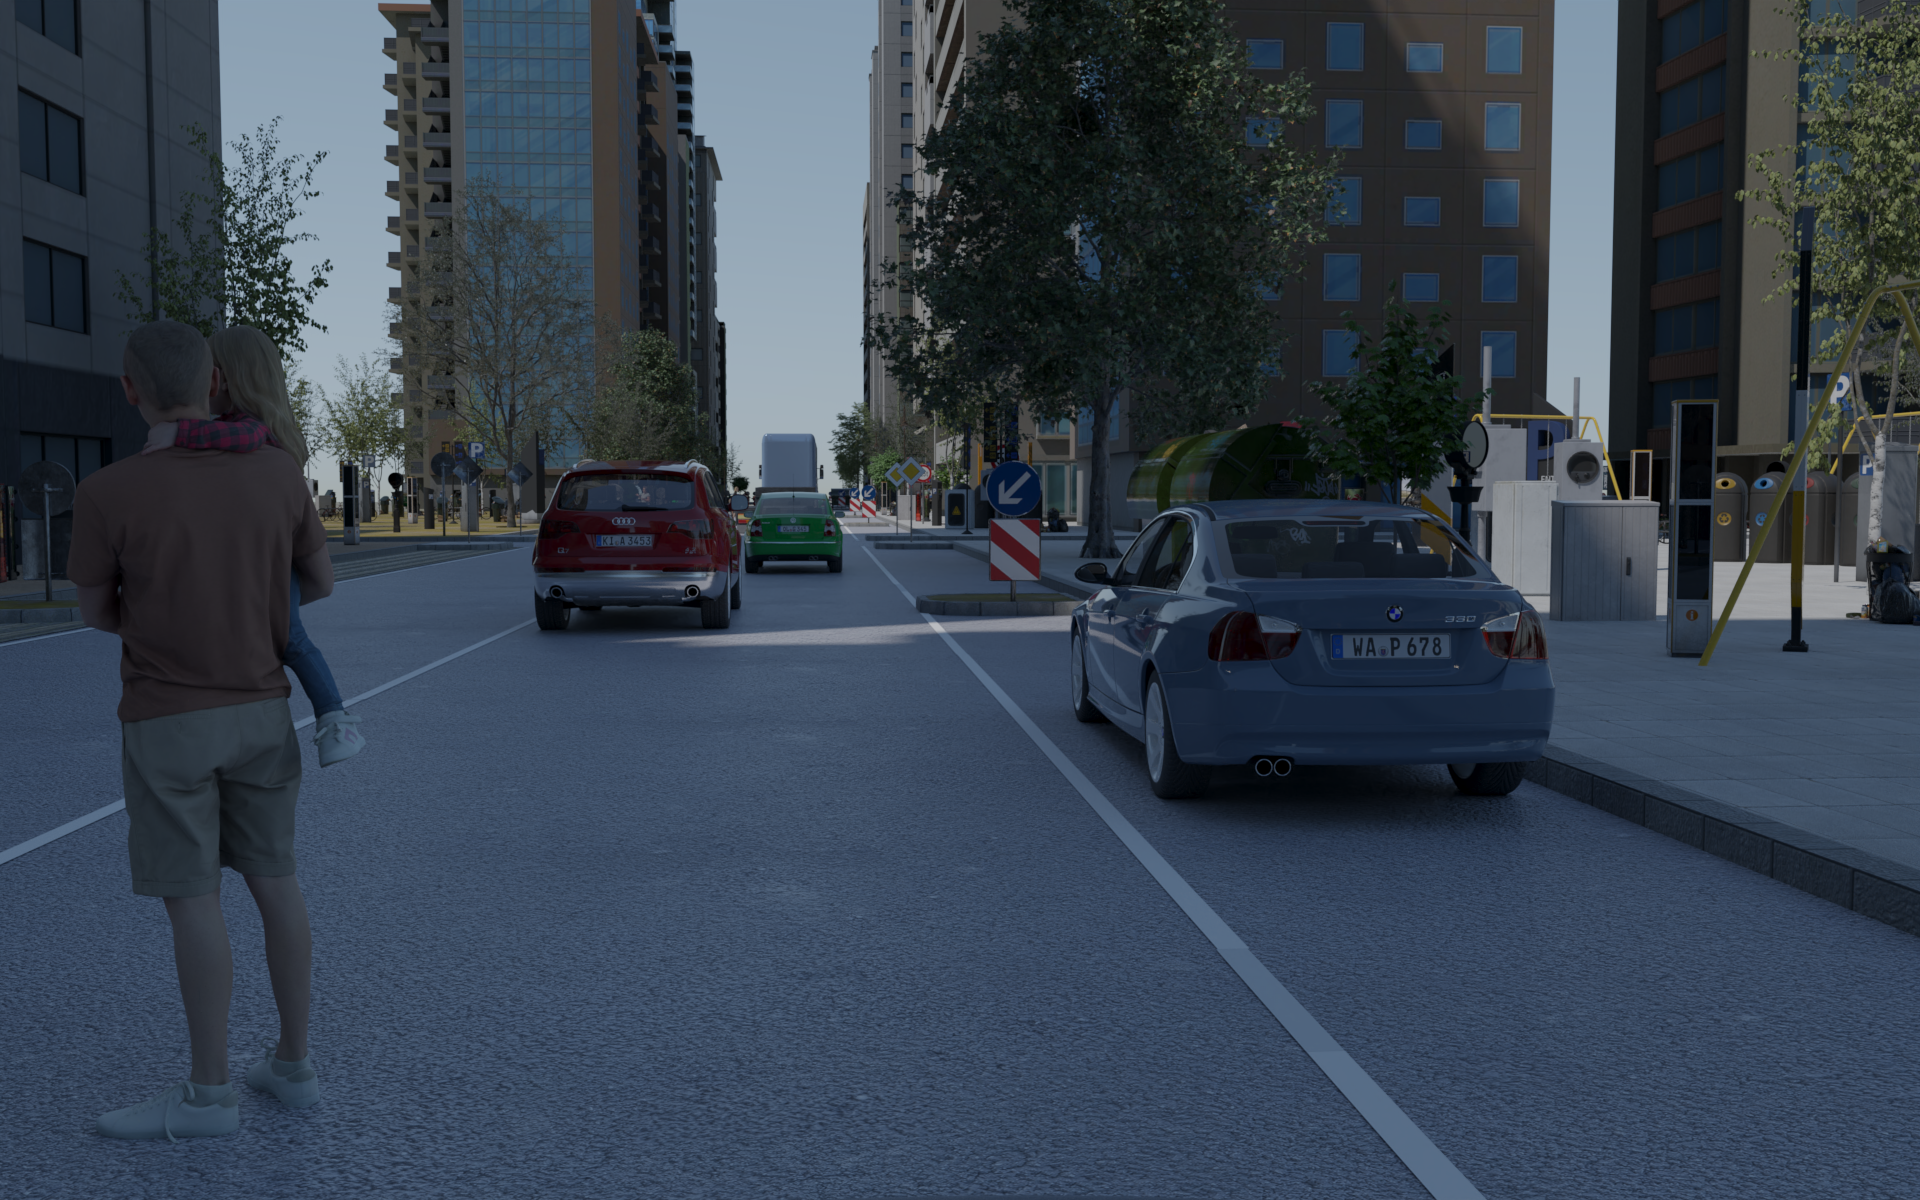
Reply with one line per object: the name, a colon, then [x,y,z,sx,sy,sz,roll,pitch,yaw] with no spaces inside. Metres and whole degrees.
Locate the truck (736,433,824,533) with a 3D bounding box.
truck: [-7.280,-4.969,70.995,2.967,4.110,18.799,0,4,-3]

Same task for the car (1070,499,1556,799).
car: [1.690,0.155,9.474,2.014,1.417,4.499,0,4,-4]

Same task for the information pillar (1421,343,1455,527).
information pillar: [7.487,-2.186,27.099,0.504,3.616,0.183,2,4,30]

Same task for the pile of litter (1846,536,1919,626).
pile of litter: [9.634,-0.216,17.502,1.176,0.858,1.719,2,4,24]

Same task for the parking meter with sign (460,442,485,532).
parking meter with sign: [-16.621,-3.826,58.816,0.543,3.016,1.738,-2,4,-30]

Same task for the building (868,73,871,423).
building: [-1.478,-42.120,230.658,21.231,58.520,28.212,0,4,-5]

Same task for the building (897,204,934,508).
building: [0.827,-24.215,167.622,14.160,30.474,14.107,0,4,-5]

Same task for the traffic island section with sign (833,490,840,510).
traffic island section with sign: [-6.417,-5.810,103.628,1.989,1.847,2.006,0,4,-5]

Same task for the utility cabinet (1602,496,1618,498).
utility cabinet: [25.796,-3.564,69.431,0.306,1.237,1.020,-3,5,-42]

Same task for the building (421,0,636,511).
building: [-32.458,-29.560,133.409,14.600,45.320,14.200,0,4,-5]

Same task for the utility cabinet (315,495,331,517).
utility cabinet: [-35.475,-5.219,96.486,0.306,1.237,1.020,1,4,19]

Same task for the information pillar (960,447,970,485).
information pillar: [0.228,-5.085,74.492,0.504,3.616,0.183,3,5,41]

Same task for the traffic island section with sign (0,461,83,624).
traffic island section with sign: [-10.733,-0.693,19.966,1.989,1.847,2.006,0,4,-5]

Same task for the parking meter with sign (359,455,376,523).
parking meter with sign: [-26.974,-5.031,78.511,0.543,3.016,1.738,-2,4,-33]

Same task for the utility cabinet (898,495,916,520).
utility cabinet: [-2.602,-4.528,85.200,1.020,1.237,0.306,1,4,12]

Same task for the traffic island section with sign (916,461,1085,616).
traffic island section with sign: [0.472,-0.774,21.290,1.989,1.847,2.006,0,4,-5]

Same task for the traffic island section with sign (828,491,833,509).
traffic island section with sign: [-10.604,-8.872,153.688,1.989,1.847,2.006,0,4,-5]

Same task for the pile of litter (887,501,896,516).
pile of litter: [-3.632,-5.308,100.750,1.176,0.858,1.719,-2,4,-29]

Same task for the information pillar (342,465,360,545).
information pillar: [-15.300,-2.387,43.513,0.304,2.012,0.304,0,4,4]

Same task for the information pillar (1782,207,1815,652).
information pillar: [6.820,-1.387,14.032,0.183,3.616,0.504,2,4,27]

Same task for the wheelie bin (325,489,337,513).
wheelie bin: [-43.353,-6.810,119.250,0.980,1.594,0.693,3,4,36]

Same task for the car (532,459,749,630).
car: [-3.588,-0.685,19.873,2.281,1.827,5.304,0,4,-5]

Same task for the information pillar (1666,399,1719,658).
information pillar: [5.760,-0.559,13.635,0.304,2.012,0.304,1,4,15]

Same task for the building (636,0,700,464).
building: [-44.706,-55.885,226.383,22.319,86.520,31.000,0,4,-5]

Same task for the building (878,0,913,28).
building: [1.673,-39.513,188.030,21.231,58.520,28.212,0,4,-5]

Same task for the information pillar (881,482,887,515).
information pillar: [-4.611,-6.158,105.170,0.304,2.012,0.304,-1,4,-14]

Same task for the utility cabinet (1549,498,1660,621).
utility cabinet: [6.546,-0.394,17.596,1.020,1.237,0.306,0,4,-6]

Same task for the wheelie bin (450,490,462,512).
wheelie bin: [-36.254,-7.157,124.932,0.693,1.594,0.980,2,4,31]

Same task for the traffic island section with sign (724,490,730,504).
traffic island section with sign: [-24.069,-10.440,179.327,1.989,1.847,2.006,0,4,-5]

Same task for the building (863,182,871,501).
building: [-3.332,-38.658,255.755,21.300,48.544,21.600,0,4,-5]

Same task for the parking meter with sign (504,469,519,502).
parking meter with sign: [-30.097,-7.435,117.829,1.738,3.016,0.543,2,4,24]

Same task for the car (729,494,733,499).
car: [-24.926,-11.138,191.699,1.945,1.707,3.694,0,4,-6]

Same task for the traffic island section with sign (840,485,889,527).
traffic island section with sign: [-4.174,-4.167,76.766,1.989,1.847,2.006,0,4,-5]

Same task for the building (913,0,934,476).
building: [10.127,-34.107,146.883,28.713,52.752,27.495,0,4,-5]

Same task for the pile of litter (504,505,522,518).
pile of litter: [-23.677,-4.784,92.183,1.719,0.858,1.176,-2,4,-29]

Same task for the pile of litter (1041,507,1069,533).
pile of litter: [2.928,-2.696,58.037,1.719,0.858,1.176,-2,4,-26]

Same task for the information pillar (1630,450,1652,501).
information pillar: [11.422,-1.504,29.088,0.304,2.012,0.304,1,4,15]

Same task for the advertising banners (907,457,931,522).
advertising banners: [-1.924,-5.172,80.752,0.090,3.025,2.074,-2,4,-32]

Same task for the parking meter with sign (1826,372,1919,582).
parking meter with sign: [13.529,-1.770,25.205,1.738,3.016,0.543,-1,4,-11]

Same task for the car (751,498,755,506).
car: [-17.237,-8.757,152.210,2.155,1.783,4.494,0,4,-6]

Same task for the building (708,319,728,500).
building: [-44.942,-31.011,278.729,14.160,30.474,14.107,0,4,-5]

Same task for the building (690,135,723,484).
building: [-50.039,-40.823,256.690,28.713,52.752,27.495,0,4,-5]

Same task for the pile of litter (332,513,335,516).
pile of litter: [-37.705,-5.397,102.199,1.719,0.858,1.176,0,4,8]

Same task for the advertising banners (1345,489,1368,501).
advertising banners: [8.658,-2.757,41.261,2.074,3.025,0.090,1,4,12]

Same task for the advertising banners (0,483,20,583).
advertising banners: [-13.896,-1.765,25.046,0.090,3.025,2.074,-1,4,-18]

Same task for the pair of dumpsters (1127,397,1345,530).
pair of dumpsters: [3.036,-1.035,19.423,1.574,2.255,4.437,0,4,-5]

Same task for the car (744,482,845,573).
car: [-3.144,-1.472,32.862,1.959,1.807,4.718,0,4,-5]

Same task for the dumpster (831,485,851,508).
dumpster: [-11.403,-9.844,165.904,1.985,2.255,1.502,0,4,-4]

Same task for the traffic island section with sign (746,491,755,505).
traffic island section with sign: [-30.976,-15.496,261.980,1.989,1.847,2.006,0,4,-5]

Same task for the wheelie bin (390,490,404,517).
wheelie bin: [-31.093,-5.376,95.803,0.693,1.594,0.980,-2,4,-30]

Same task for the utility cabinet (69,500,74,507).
utility cabinet: [-15.144,-1.171,30.308,1.020,1.237,0.306,-1,4,-18]

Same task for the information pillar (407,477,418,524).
information pillar: [-23.718,-4.314,75.030,0.304,2.012,0.304,2,4,29]

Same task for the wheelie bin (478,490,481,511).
wheelie bin: [-35.222,-7.244,126.339,0.980,1.594,0.693,-1,4,-13]

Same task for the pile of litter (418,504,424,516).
pile of litter: [-31.663,-5.364,101.668,1.176,0.858,1.719,-1,4,-11]
